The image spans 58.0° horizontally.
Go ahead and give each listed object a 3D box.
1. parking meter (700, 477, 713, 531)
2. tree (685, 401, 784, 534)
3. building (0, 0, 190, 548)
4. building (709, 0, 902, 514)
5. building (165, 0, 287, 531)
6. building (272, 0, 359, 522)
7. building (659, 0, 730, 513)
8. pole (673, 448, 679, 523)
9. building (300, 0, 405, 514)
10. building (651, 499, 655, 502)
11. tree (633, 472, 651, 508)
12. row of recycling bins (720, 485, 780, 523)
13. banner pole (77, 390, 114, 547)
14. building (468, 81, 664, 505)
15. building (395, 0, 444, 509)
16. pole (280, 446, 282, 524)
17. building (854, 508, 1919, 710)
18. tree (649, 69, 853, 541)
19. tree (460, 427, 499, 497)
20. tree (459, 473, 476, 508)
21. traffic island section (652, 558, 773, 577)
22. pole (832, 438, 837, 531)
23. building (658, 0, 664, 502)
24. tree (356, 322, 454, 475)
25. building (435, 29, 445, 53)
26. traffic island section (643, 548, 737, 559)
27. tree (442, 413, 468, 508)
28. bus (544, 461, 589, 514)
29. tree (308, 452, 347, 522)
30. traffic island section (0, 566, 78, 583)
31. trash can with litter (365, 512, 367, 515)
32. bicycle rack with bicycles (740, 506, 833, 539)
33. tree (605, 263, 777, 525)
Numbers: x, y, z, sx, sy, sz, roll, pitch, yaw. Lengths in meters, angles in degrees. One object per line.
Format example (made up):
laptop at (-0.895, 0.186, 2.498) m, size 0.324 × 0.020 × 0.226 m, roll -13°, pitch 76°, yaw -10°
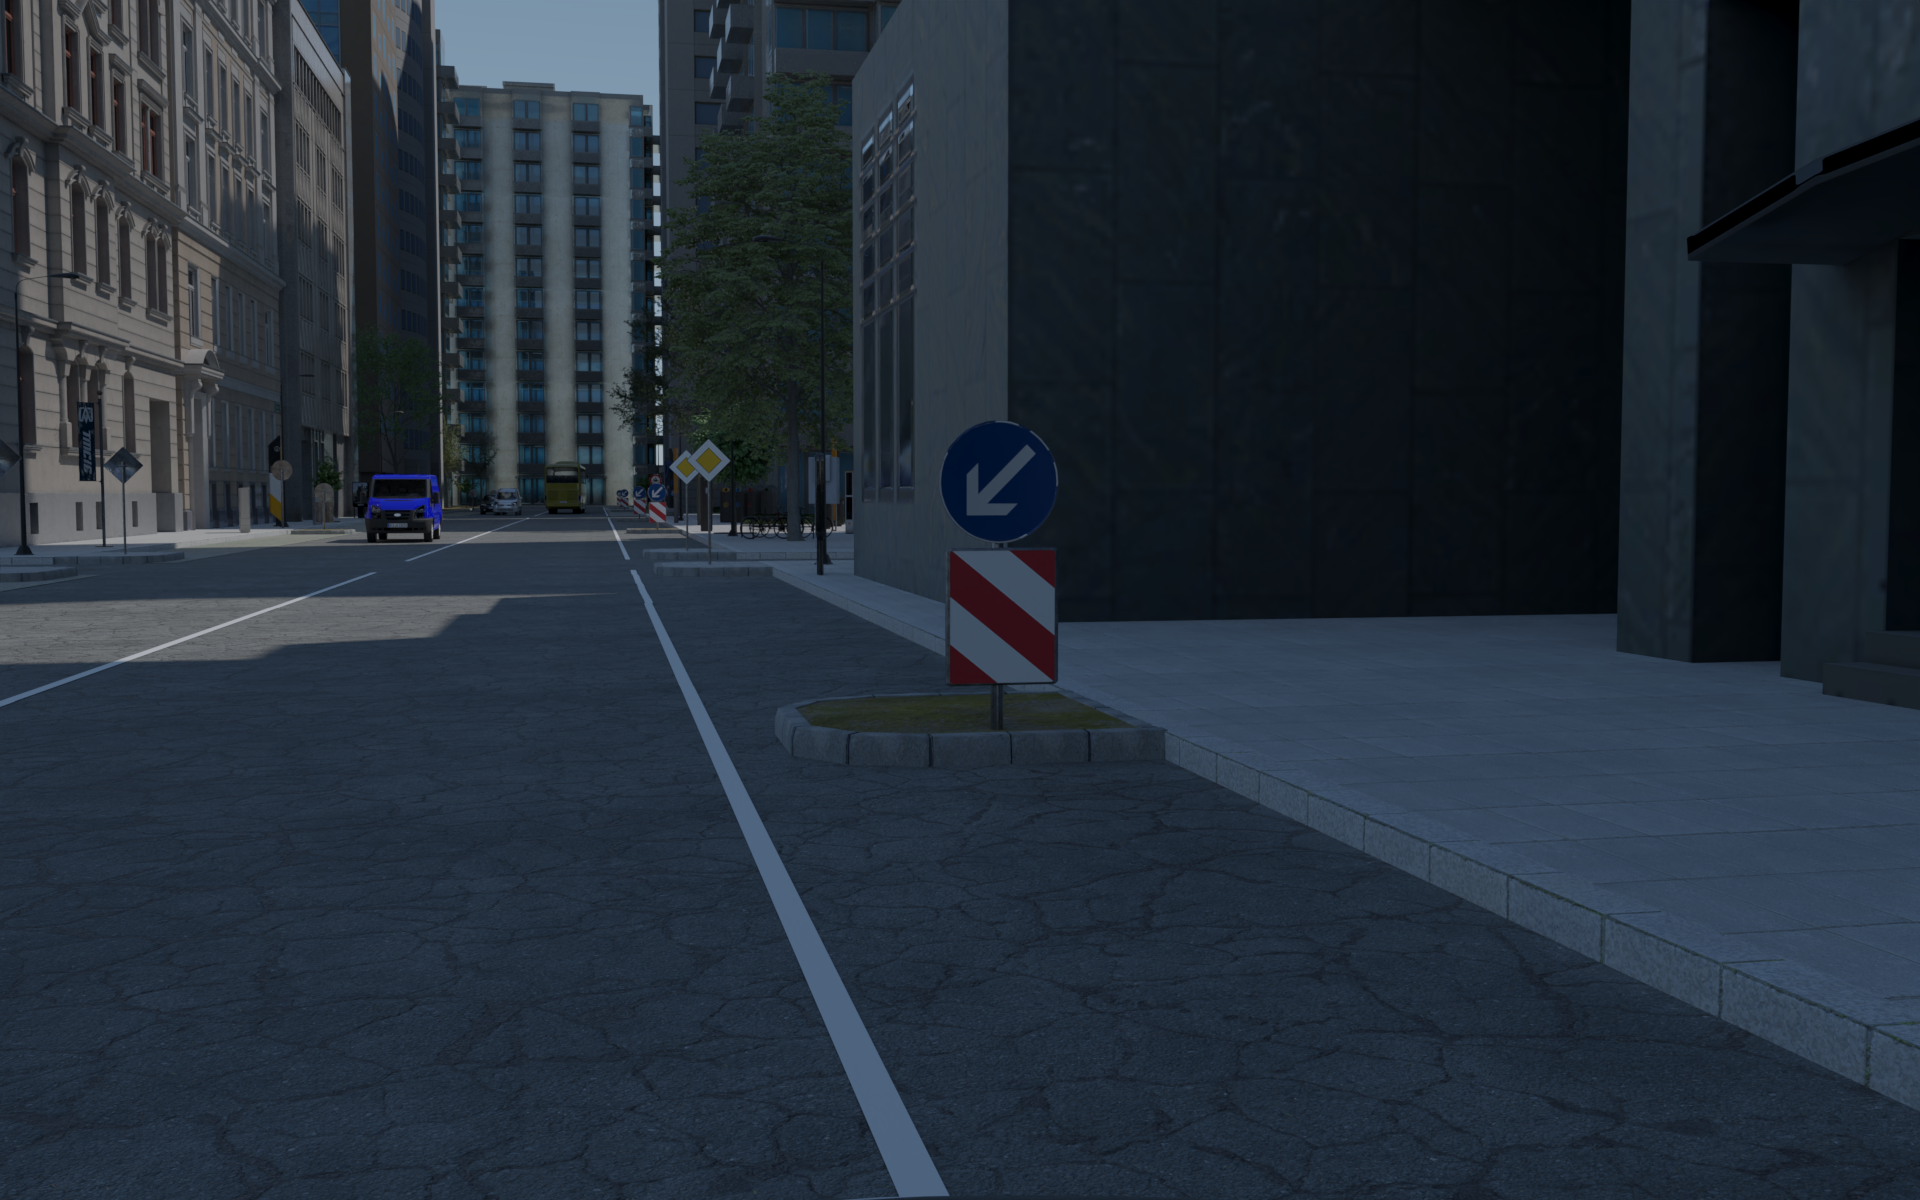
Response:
parking meter at (-8.705, -3.292, 59.538) m, size 0.399 × 1.863 × 0.255 m, roll -2°, pitch 4°, yaw -32°
tree at (-7.248, -4.441, 56.330) m, size 4.285 × 4.588 × 4.351 m, roll 0°, pitch 3°, yaw 0°
building at (-30.330, -15.826, 46.147) m, size 14.401 × 28.519 × 23.554 m, roll -1°, pitch 4°, yaw -12°
building at (-2.191, -29.146, 96.141) m, size 23.786 × 49.044 × 30.456 m, roll -1°, pitch 4°, yaw -12°
building at (-34.964, -17.232, 67.650) m, size 13.634 × 28.700 × 20.117 m, roll -1°, pitch 4°, yaw -12°
building at (-38.245, -16.484, 87.531) m, size 12.078 × 24.808 × 19.932 m, roll -1°, pitch 4°, yaw -12°
building at (-11.872, -35.963, 130.001) m, size 21.231 × 58.520 × 28.212 m, roll -1°, pitch 4°, yaw -12°
pole at (-12.561, -5.061, 76.594) m, size 0.158 × 3.312 × 0.155 m, roll 0°, pitch 3°, yaw 0°
building at (-45.112, -28.407, 114.566) m, size 14.600 × 45.320 × 14.200 m, roll -1°, pitch 4°, yaw -12°
building at (-15.430, -29.728, 177.933) m, size 32.217 × 40.220 × 23.993 m, roll -1°, pitch 4°, yaw -12°
tree at (-30.043, -10.269, 162.502) m, size 1.663 × 3.219 × 1.824 m, roll 0°, pitch 3°, yaw 0°
row of recycling bins at (-9.373, -4.288, 77.220) m, size 3.534 × 1.692 × 1.069 m, roll 3°, pitch 5°, yaw 40°
banner pole at (-20.845, -3.159, 41.667) m, size 0.401 × 3.779 × 0.863 m, roll 2°, pitch 4°, yaw 26°
building at (-50.475, -35.755, 204.205) m, size 30.456 × 49.044 × 23.786 m, roll -1°, pitch 4°, yaw -12°
building at (-52.667, -36.226, 134.288) m, size 21.231 × 58.520 × 28.212 m, roll -1°, pitch 4°, yaw -12°
pole at (-28.767, -4.865, 73.385) m, size 0.158 × 3.312 × 0.155 m, roll 0°, pitch 3°, yaw 0°
building at (12.416, -42.768, 11.930) m, size 22.319 × 86.520 × 31.000 m, roll -1°, pitch 4°, yaw -12°
tree at (-4.573, -7.856, 46.579) m, size 7.486 × 12.596 × 7.792 m, roll 0°, pitch 3°, yaw 0°
tree at (-51.490, -14.415, 186.047) m, size 4.360 × 8.622 × 3.978 m, roll 0°, pitch 3°, yaw 0°
tree at (-45.985, -10.223, 161.743) m, size 1.663 × 3.219 × 1.824 m, roll 0°, pitch 3°, yaw 0°
traffic island section at (-4.534, -0.565, 31.522) m, size 2.009 × 0.180 × 2.903 m, roll -1°, pitch 4°, yaw -12°
pole at (-4.351, -4.039, 59.878) m, size 0.158 × 3.312 × 0.155 m, roll 0°, pitch 3°, yaw 0°
building at (-25.255, -47.059, 207.663) m, size 20.611 × 71.187 × 20.563 m, roll -1°, pitch 4°, yaw -12°
tree at (-34.487, -10.995, 105.517) m, size 9.928 × 11.665 × 9.643 m, roll 0°, pitch 3°, yaw 0°
building at (-64.226, -33.487, 167.123) m, size 30.456 × 49.044 × 23.786 m, roll -1°, pitch 4°, yaw -12°
traffic island section at (-6.171, -1.043, 39.338) m, size 2.009 × 0.180 × 2.903 m, roll -1°, pitch 4°, yaw -12°
tree at (-45.987, -12.539, 155.370) m, size 4.737 × 8.622 × 4.395 m, roll 0°, pitch 3°, yaw 0°
bus at (-29.247, -8.393, 128.774) m, size 2.896 × 3.916 × 12.252 m, roll -1°, pitch 4°, yaw -10°
tree at (-28.875, -5.146, 78.744) m, size 1.663 × 3.219 × 1.824 m, roll 0°, pitch 3°, yaw 0°
traffic island section at (-16.174, -0.417, 29.098) m, size 2.009 × 0.180 × 2.903 m, roll -1°, pitch 4°, yaw -12°
trash can with litter at (-37.001, -5.802, 105.922) m, size 2.233 × 1.210 × 1.678 m, roll 2°, pitch 4°, yaw 31°
bicycle rack with bicycles at (-5.139, -2.264, 50.407) m, size 2.925 × 0.926 × 2.852 m, roll -1°, pitch 4°, yaw -17°
tree at (-10.966, -8.340, 70.777) m, size 7.601 × 10.594 × 8.767 m, roll -3°, pitch 4°, yaw -37°
